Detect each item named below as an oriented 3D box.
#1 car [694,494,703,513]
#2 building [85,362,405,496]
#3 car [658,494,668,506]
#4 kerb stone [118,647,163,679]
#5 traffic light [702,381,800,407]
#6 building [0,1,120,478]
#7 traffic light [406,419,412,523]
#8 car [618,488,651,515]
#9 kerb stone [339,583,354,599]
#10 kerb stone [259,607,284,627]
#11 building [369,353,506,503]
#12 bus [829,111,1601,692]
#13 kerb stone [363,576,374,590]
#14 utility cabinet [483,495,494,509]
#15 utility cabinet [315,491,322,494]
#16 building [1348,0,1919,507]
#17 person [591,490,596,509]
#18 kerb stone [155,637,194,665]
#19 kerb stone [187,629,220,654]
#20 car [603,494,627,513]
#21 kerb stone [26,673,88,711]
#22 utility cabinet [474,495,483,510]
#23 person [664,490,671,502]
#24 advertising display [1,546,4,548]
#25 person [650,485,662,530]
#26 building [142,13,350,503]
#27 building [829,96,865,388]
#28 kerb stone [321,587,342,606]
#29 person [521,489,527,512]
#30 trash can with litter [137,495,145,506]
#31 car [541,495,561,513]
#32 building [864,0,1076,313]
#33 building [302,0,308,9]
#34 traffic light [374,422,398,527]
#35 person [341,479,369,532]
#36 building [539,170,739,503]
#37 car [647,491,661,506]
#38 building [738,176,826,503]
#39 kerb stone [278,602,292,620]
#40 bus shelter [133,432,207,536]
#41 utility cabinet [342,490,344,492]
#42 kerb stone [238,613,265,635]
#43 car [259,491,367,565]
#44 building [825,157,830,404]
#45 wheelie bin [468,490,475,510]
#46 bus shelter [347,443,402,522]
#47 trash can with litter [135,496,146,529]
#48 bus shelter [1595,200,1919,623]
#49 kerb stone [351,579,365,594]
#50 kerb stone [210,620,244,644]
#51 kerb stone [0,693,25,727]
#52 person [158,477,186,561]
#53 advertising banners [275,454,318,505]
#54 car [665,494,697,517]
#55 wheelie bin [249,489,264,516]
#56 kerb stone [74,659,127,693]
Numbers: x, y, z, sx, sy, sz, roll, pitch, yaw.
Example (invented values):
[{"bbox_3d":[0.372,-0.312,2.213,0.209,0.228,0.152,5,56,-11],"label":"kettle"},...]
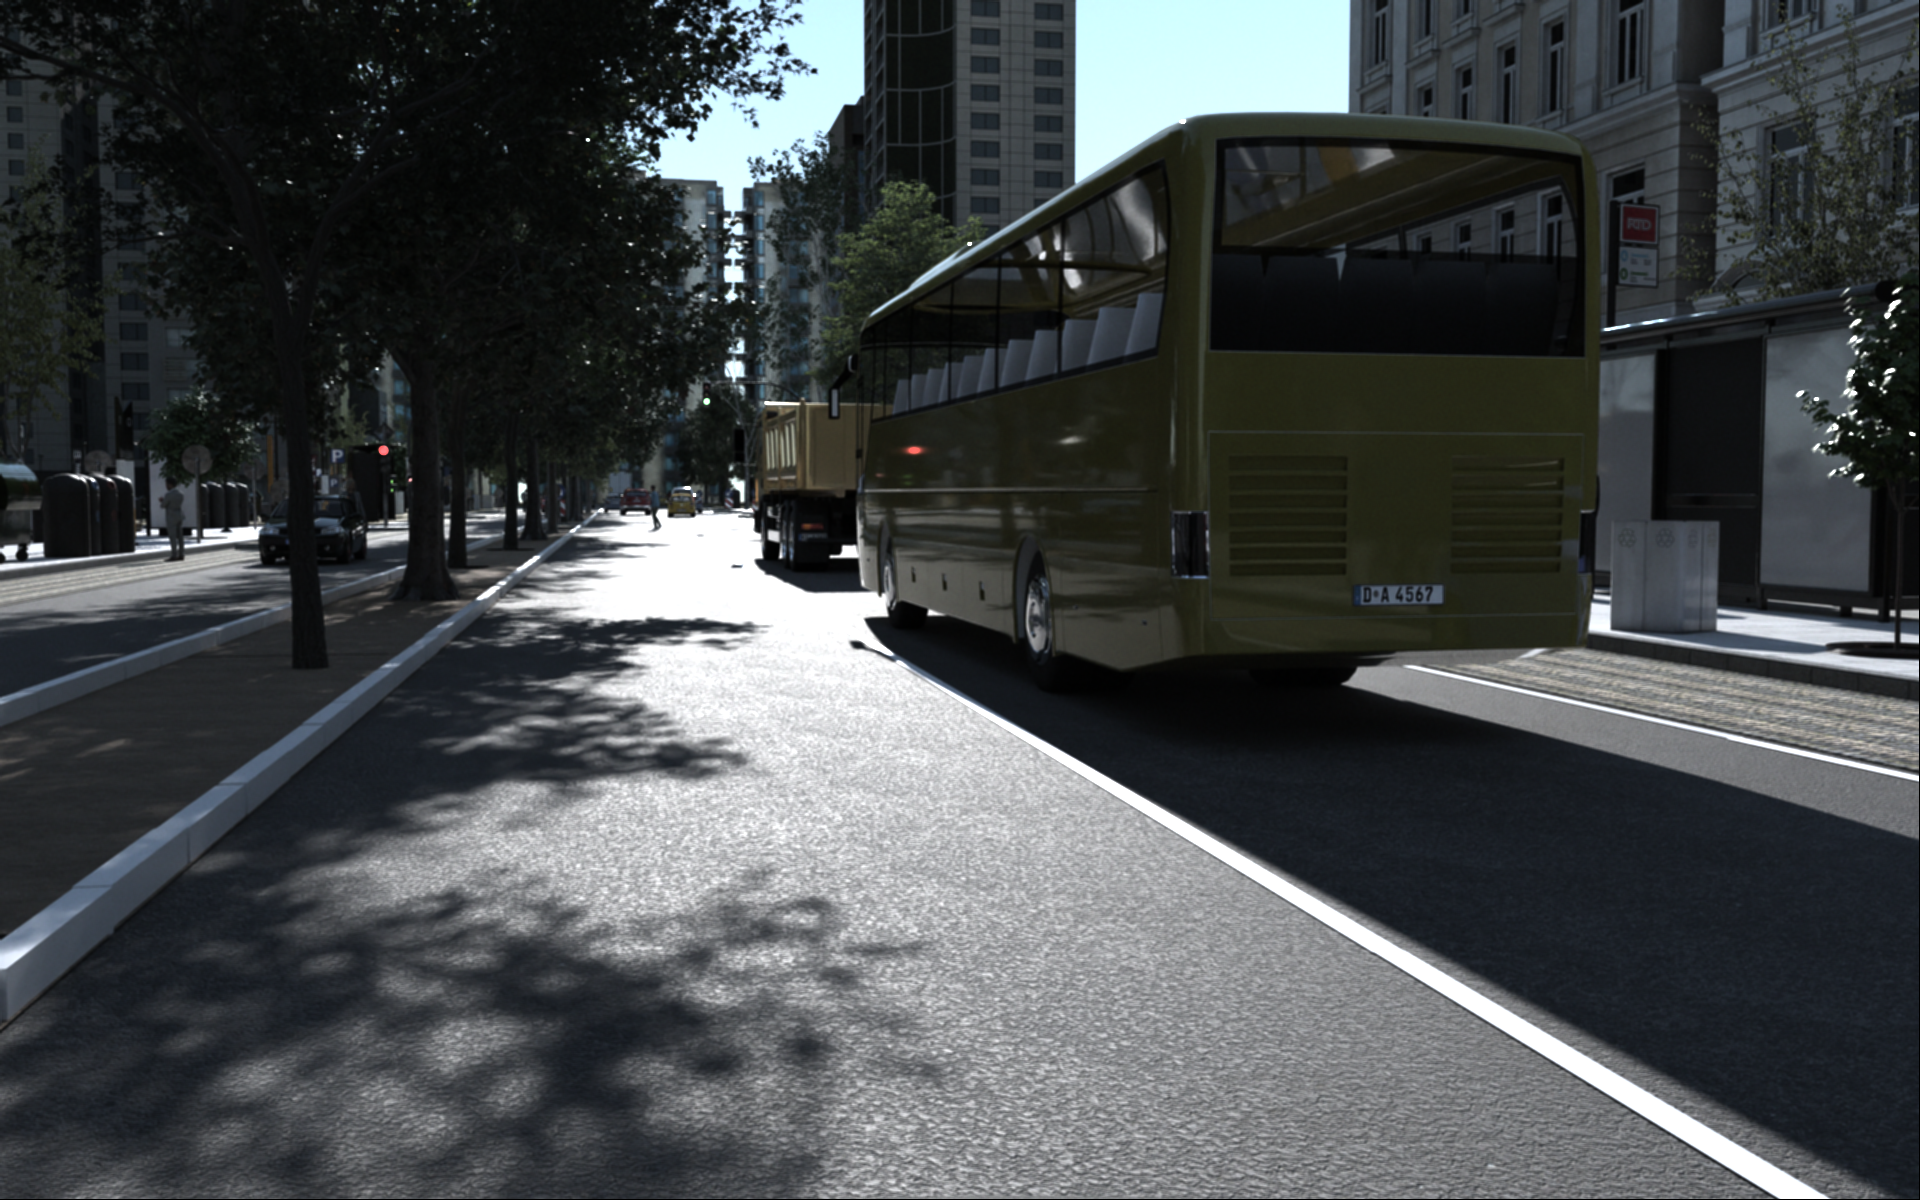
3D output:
[{"bbox_3d":[-20.589,-7.348,132.149,2.014,1.417,4.499,-1,4,-11],"label":"car"},{"bbox_3d":[-79.649,-53.745,191.408,31.000,86.520,22.319,-1,4,-11],"label":"building"},{"bbox_3d":[-34.442,-11.598,199.843,2.015,1.641,3.980,-1,4,-12],"label":"car"},{"bbox_3d":[-6.561,0.516,13.788,0.120,0.150,1.000,-1,4,-11],"label":"kerb stone"},{"bbox_3d":[-8.049,-5.855,70.400,4.771,5.953,1.251,-1,4,-11],"label":"traffic light"},{"bbox_3d":[-105.204,-45.849,187.877,20.611,71.187,20.563,-1,4,-11],"label":"building"},{"bbox_3d":[-21.955,-6.197,75.995,4.771,5.953,1.251,-1,4,-11],"label":"traffic light"},{"bbox_3d":[-22.331,-6.759,119.180,2.281,1.827,5.304,-1,4,-13],"label":"car"},{"bbox_3d":[-8.518,-0.101,23.852,0.120,0.150,1.000,-1,4,-11],"label":"kerb stone"},{"bbox_3d":[-7.537,0.207,18.819,0.120,0.150,1.000,-1,4,-11],"label":"kerb stone"},{"bbox_3d":[-79.770,-38.670,251.863,30.456,49.044,23.786,-1,4,-11],"label":"building"},{"bbox_3d":[1.114,-1.465,15.498,2.896,3.916,12.252,-1,4,-12],"label":"bus"},{"bbox_3d":[-8.917,-0.224,25.861,0.120,0.150,1.000,-1,4,-11],"label":"kerb stone"},{"bbox_3d":[-40.188,-8.339,147.511,1.020,1.237,0.306,2,4,28],"label":"utility cabinet"},{"bbox_3d":[-42.791,-6.551,115.779,1.173,1.500,0.318,0,4,0],"label":"utility cabinet"},{"bbox_3d":[21.197,-16.232,51.305,13.634,28.700,20.117,-1,4,-11],"label":"building"},{"bbox_3d":[-34.973,-9.564,164.850,0.705,1.826,1.348,1,4,17],"label":"person"},{"bbox_3d":[-6.756,0.452,14.799,0.120,0.150,1.000,-1,4,-11],"label":"kerb stone"},{"bbox_3d":[-6.958,0.398,15.806,0.120,0.150,1.000,-1,4,-11],"label":"kerb stone"},{"bbox_3d":[-26.729,-7.489,134.448,2.014,1.417,4.499,-1,4,-10],"label":"car"},{"bbox_3d":[-6.165,0.637,11.775,0.120,0.150,1.000,-1,4,-11],"label":"kerb stone"},{"bbox_3d":[-39.179,-7.848,139.479,1.020,1.237,0.306,0,4,8],"label":"utility cabinet"},{"bbox_3d":[-31.277,-10.887,186.438,1.348,1.831,0.705,-3,5,-42],"label":"person"},{"bbox_3d":[-23.173,-2.196,41.116,0.974,1.923,0.123,0,4,3],"label":"advertising display"},{"bbox_3d":[-12.057,-3.654,68.592,0.444,1.785,0.601,1,4,22],"label":"person"},{"bbox_3d":[-62.096,-28.622,151.564,14.154,41.232,14.086,-1,4,-11],"label":"building"},{"bbox_3d":[-7.089,-33.421,196.548,14.600,45.320,14.200,-1,4,-11],"label":"building"},{"bbox_3d":[-8.328,-0.040,22.845,0.120,0.150,1.000,-1,4,-11],"label":"kerb stone"},{"bbox_3d":[-34.137,-7.779,135.867,0.592,1.802,0.473,3,4,38],"label":"person"},{"bbox_3d":[-64.556,-7.633,136.183,0.624,1.170,1.055,2,4,26],"label":"trash can with litter"},{"bbox_3d":[-31.355,-7.625,133.714,2.155,1.783,4.494,-1,4,-11],"label":"car"},{"bbox_3d":[-0.566,-45.318,179.203,20.563,71.187,20.611,-1,4,-11],"label":"building"},{"bbox_3d":[-69.494,-44.616,167.722,20.563,71.187,20.611,-1,4,-11],"label":"building"},{"bbox_3d":[-22.462,-4.820,67.725,0.839,4.253,0.868,-1,4,-11],"label":"traffic light"},{"bbox_3d":[-14.595,-2.019,41.701,0.709,1.800,0.728,-2,4,-35],"label":"person"},{"bbox_3d":[-49.491,-39.037,257.856,30.456,49.044,23.786,-1,4,-11],"label":"building"},{"bbox_3d":[-38.594,-12.781,217.636,2.281,1.827,5.304,-1,4,-10],"label":"car"},{"bbox_3d":[-19.182,-39.400,263.805,30.456,49.044,23.786,-1,4,-11],"label":"building"},{"bbox_3d":[-7.735,0.148,19.822,0.120,0.150,1.000,-1,4,-11],"label":"kerb stone"},{"bbox_3d":[-24.580,-3.760,55.398,2.014,3.302,5.546,-1,4,-11],"label":"bus shelter"},{"bbox_3d":[-28.227,-4.271,78.513,0.318,1.500,1.173,0,4,-2],"label":"utility cabinet"},{"bbox_3d":[-7.343,0.270,17.815,0.120,0.150,1.000,-1,4,-11],"label":"kerb stone"},{"bbox_3d":[-13.622,-1.638,36.567,2.009,1.686,4.222,-1,4,-12],"label":"car"},{"bbox_3d":[-9.497,-32.232,210.586,14.154,41.232,14.086,-1,4,-11],"label":"building"},{"bbox_3d":[-38.854,-7.902,137.101,0.980,1.594,0.693,0,4,-1],"label":"wheelie bin"},{"bbox_3d":[-27.649,-5.547,81.969,1.731,3.624,6.357,-1,4,-11],"label":"bus shelter"},{"bbox_3d":[-30.636,-3.202,63.406,1.678,1.210,2.233,2,4,28],"label":"trash can with litter"},{"bbox_3d":[9.160,-2.678,21.424,2.179,5.291,8.768,-1,4,-11],"label":"bus shelter"},{"bbox_3d":[-8.718,-0.162,24.854,0.120,0.150,1.000,-1,4,-11],"label":"kerb stone"},{"bbox_3d":[-7.150,0.329,16.811,0.120,0.150,1.000,-1,4,-11],"label":"kerb stone"},{"bbox_3d":[-5.966,0.702,10.773,0.120,0.150,1.000,-1,4,-11],"label":"kerb stone"},{"bbox_3d":[-16.842,-1.731,36.983,0.466,1.800,0.511,0,4,-1],"label":"person"},{"bbox_3d":[-29.105,-4.877,75.920,0.090,3.025,2.074,3,5,42],"label":"advertising banners"},{"bbox_3d":[-17.402,-5.989,108.141,2.015,1.641,3.980,-1,4,-9],"label":"car"},{"bbox_3d":[-41.081,-5.702,101.134,0.693,1.594,0.980,-1,4,-13],"label":"wheelie bin"},{"bbox_3d":[-6.369,0.576,12.780,0.120,0.150,1.000,-1,4,-11],"label":"kerb stone"}]
